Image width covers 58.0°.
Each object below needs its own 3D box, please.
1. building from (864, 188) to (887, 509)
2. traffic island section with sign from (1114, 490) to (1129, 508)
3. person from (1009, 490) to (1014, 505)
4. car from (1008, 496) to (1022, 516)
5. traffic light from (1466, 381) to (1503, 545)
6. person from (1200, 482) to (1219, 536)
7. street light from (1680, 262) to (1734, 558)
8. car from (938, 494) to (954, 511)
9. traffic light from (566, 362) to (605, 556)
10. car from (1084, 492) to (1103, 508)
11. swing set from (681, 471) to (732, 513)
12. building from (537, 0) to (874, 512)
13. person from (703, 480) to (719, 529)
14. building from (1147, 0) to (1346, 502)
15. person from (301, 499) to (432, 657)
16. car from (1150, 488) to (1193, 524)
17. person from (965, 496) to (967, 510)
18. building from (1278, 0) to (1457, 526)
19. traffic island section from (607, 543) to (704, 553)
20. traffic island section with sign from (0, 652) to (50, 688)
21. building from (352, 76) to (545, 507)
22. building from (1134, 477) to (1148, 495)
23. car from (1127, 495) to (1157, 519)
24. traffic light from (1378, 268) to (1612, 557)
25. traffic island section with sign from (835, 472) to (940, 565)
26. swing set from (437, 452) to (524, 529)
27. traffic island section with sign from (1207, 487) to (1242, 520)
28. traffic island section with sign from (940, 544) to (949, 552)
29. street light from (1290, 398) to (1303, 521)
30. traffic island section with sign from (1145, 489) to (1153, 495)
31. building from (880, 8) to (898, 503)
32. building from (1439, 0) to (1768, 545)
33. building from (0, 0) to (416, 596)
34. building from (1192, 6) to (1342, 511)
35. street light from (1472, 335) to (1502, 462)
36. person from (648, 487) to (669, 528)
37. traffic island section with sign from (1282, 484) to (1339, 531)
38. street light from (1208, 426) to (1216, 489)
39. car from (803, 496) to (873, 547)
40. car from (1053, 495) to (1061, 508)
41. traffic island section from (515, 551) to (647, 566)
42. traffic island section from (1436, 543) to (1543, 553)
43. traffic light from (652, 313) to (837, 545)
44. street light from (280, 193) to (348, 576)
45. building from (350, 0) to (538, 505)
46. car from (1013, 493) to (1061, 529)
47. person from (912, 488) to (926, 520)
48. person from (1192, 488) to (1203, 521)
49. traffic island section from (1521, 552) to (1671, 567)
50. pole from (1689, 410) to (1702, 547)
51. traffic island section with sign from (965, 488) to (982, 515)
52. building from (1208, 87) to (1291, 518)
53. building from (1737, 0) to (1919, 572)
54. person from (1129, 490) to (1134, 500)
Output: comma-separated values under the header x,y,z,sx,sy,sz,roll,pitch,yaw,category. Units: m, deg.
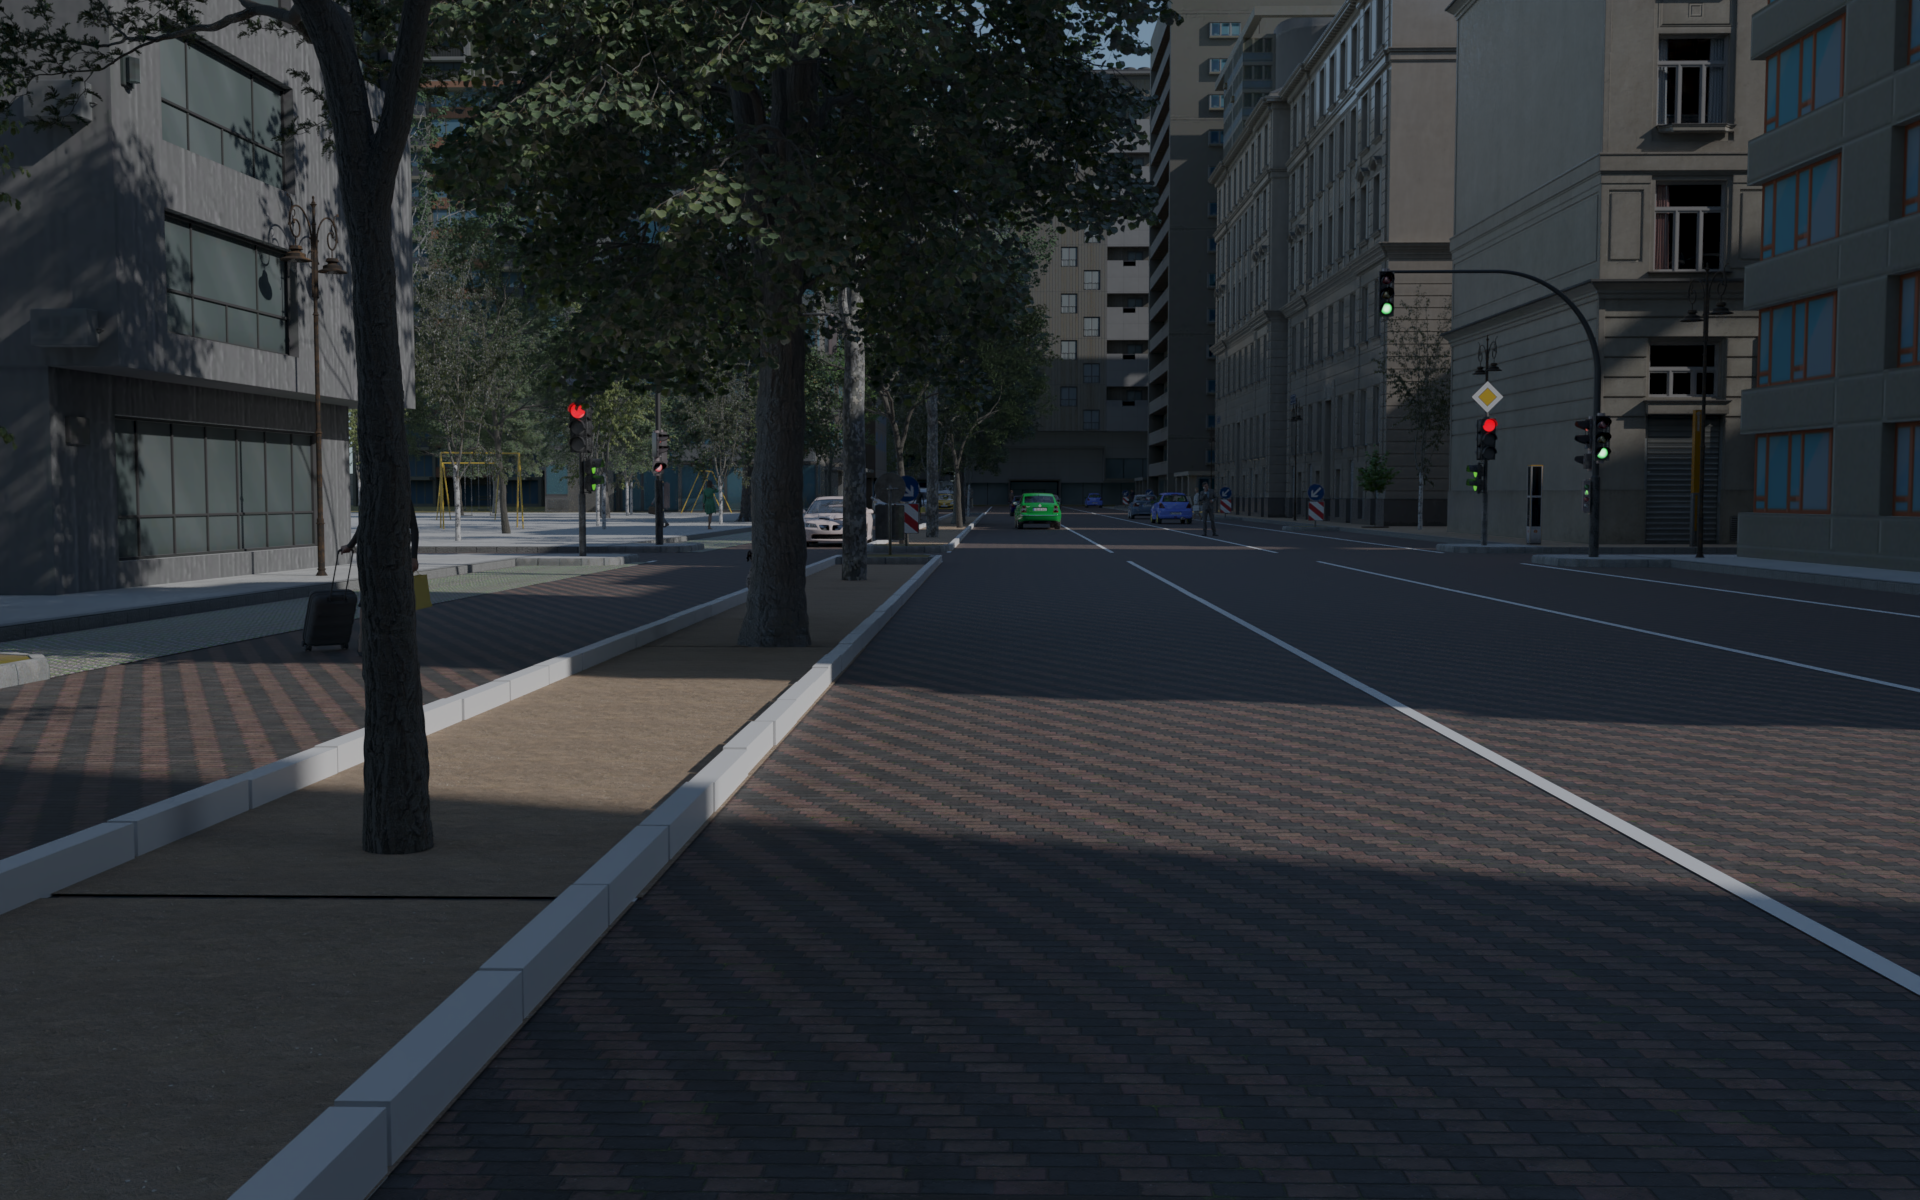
x,y,z,sx,sy,sz,roll,pitch,yaw,category
-14.044,-30.959,156.293,14.600,45.320,14.200,0,4,1,building
16.384,-10.048,172.914,1.989,1.847,2.006,0,4,1,traffic island section with sign
4.309,-8.176,142.724,0.434,1.755,0.990,-1,4,-23,person
4.109,-6.141,112.984,1.945,1.354,3.894,0,4,1,car
13.077,-3.317,43.157,0.839,4.253,0.868,0,4,1,traffic light
8.520,-3.114,59.219,0.655,1.846,0.447,0,4,3,person
14.925,-3.790,34.758,0.468,5.910,1.993,0,4,1,street light
-1.203,-8.175,143.887,2.015,1.641,3.980,0,4,3,car
-7.779,-2.860,35.675,0.839,4.253,0.868,0,4,1,traffic light
14.019,-10.515,181.511,1.945,1.707,3.694,0,4,1,car
-16.941,-7.234,115.892,2.862,2.851,3.119,0,4,4,swing set
-19.244,-31.462,134.009,23.786,49.044,30.456,0,4,1,building
-9.138,-3.479,63.176,0.600,1.795,0.529,1,4,13,person
28.801,-32.681,158.034,21.300,48.544,21.600,0,4,1,building
-5.288,-0.411,15.430,0.699,1.804,1.509,-3,5,-40,person
10.227,-4.549,83.964,1.945,1.707,3.694,0,4,0,car
0.382,-8.747,152.980,0.593,1.643,0.415,-3,5,-40,person
22.758,-17.286,79.890,12.463,27.353,25.104,0,4,1,building
-7.618,-1.316,43.794,2.009,0.180,2.903,0,4,1,traffic island section
-8.063,-0.265,12.958,1.989,1.847,2.006,0,4,1,traffic island section with sign
-48.975,-32.398,184.327,28.867,44.769,22.147,0,4,1,building
34.914,-29.930,181.244,32.217,40.220,23.993,0,4,1,building
10.689,-5.405,100.374,2.014,1.417,4.499,0,4,3,car
10.783,-3.695,35.085,4.771,5.953,1.251,0,4,1,traffic light
-1.497,-1.697,35.887,2.006,1.907,1.989,0,4,1,traffic island section with sign
-17.818,-4.112,64.846,3.119,2.851,2.862,-1,4,-19,swing set
14.420,-5.306,95.373,1.989,1.847,2.006,0,4,1,traffic island section with sign
-1.302,-2.150,43.291,2.006,1.907,1.989,0,4,1,traffic island section with sign
16.157,-6.763,83.359,0.468,5.910,1.993,0,4,1,street light
15.675,-8.345,145.075,1.989,1.847,2.006,0,4,1,traffic island section with sign
-20.432,-39.247,183.688,28.212,58.520,21.231,0,4,1,building
30.526,-13.273,50.298,30.059,22.955,16.112,0,4,1,building
-17.230,-15.670,27.907,14.107,30.474,14.160,0,4,1,building
33.405,-27.057,134.264,32.217,40.220,23.993,0,4,1,building
15.305,-4.748,50.417,0.468,5.910,1.993,0,4,1,street light
-11.498,-3.690,66.490,0.853,1.813,0.709,1,4,17,person
13.743,-3.636,68.077,1.989,1.847,2.006,0,4,1,traffic island section with sign
17.006,-8.832,117.192,0.468,5.910,1.993,0,4,1,street light
-3.447,-2.221,48.669,2.083,1.381,4.827,0,4,0,car
8.653,-9.372,165.599,2.083,1.381,4.827,0,4,2,car
-7.819,-0.828,35.811,2.009,0.180,2.903,0,4,1,traffic island section
13.117,-1.284,43.269,2.009,0.180,2.903,0,4,1,traffic island section
-5.485,-4.219,43.641,4.771,5.953,1.251,0,4,1,traffic light
-10.020,-3.316,27.007,0.468,5.910,1.993,0,4,1,street light
-61.981,-47.358,212.547,20.611,71.187,20.563,0,4,1,building
3.205,-3.867,72.017,1.959,1.807,4.718,0,4,0,car
-2.446,-5.320,95.692,0.699,1.804,1.509,-2,4,-24,person
12.848,-5.193,93.759,0.624,1.780,0.694,1,4,17,person
12.916,-0.795,35.287,2.009,0.180,2.903,0,4,1,traffic island section
17.850,-2.947,42.024,0.158,3.312,0.155,0,3,0,pole
0.577,-6.744,118.406,2.006,1.907,1.989,0,4,1,traffic island section with sign
22.616,-18.819,104.959,12.463,27.353,25.104,0,4,1,building
29.384,-10.706,20.089,27.650,21.520,28.899,0,4,1,building
18.293,-10.903,184.762,0.568,1.767,0.683,1,4,9,person
